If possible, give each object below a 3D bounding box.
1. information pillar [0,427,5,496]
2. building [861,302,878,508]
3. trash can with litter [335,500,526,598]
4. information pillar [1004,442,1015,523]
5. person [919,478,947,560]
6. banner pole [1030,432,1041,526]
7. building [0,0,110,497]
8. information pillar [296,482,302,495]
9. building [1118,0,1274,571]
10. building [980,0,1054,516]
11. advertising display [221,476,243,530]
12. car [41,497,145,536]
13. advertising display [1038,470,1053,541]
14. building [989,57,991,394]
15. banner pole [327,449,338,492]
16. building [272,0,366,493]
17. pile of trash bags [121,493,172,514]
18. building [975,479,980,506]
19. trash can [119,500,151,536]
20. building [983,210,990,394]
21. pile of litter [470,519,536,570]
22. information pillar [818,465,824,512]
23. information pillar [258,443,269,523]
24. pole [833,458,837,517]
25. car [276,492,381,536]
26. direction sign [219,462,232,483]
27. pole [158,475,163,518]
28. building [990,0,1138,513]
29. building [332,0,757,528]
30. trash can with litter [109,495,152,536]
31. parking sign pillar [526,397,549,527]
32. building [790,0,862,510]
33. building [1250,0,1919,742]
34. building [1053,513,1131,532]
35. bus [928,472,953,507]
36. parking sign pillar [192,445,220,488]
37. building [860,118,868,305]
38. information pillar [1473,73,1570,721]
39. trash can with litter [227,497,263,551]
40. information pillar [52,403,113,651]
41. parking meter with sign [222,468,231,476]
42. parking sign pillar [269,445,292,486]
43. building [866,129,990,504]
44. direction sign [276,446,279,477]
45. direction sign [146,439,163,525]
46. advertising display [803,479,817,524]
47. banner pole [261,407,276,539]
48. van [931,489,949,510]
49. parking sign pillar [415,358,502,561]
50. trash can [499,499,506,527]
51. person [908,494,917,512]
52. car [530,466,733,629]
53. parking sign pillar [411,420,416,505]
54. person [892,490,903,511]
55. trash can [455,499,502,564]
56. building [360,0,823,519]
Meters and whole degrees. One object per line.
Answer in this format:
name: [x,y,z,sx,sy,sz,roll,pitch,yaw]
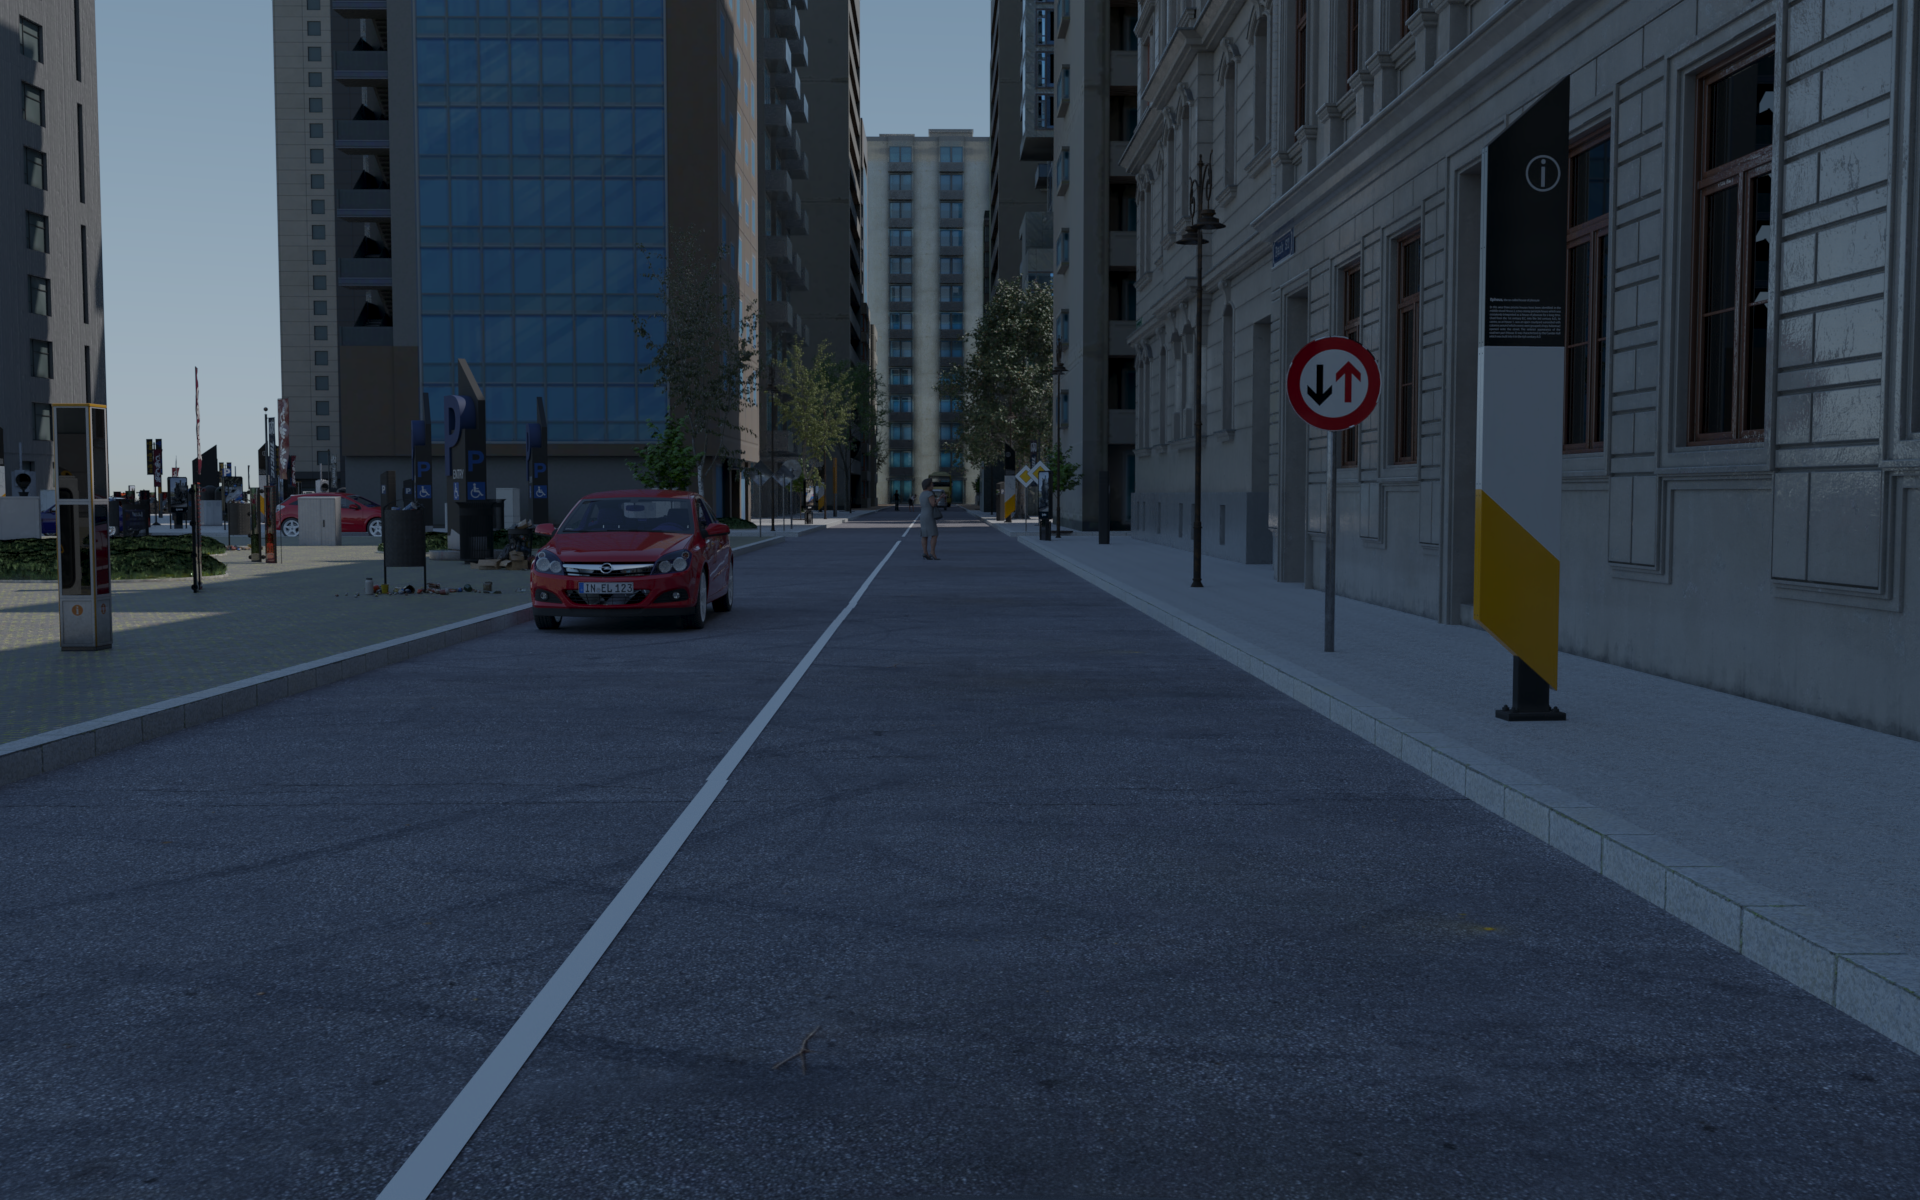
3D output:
information pillar: [-28.616,-3.670,51.362,0.183,3.616,0.504,3,5,44]
building: [-22.434,-19.916,170.658,27.650,21.520,28.899,0,4,-1]
trash can with litter: [-6.781,-0.690,22.337,2.233,1.210,1.678,0,4,-7]
information pillar: [2.234,-5.291,77.865,0.504,3.616,0.183,0,4,-7]
person: [-0.564,-1.762,37.660,0.532,1.782,0.716,-2,4,-30]
banner pole: [3.094,-4.924,70.531,0.401,3.779,0.863,-2,4,-34]
building: [-43.721,-18.093,67.527,14.107,30.474,14.160,0,4,-1]
information pillar: [-39.521,-6.050,103.403,0.304,2.012,0.304,1,4,8]
building: [11.323,-15.346,38.301,14.401,28.519,23.554,0,4,-1]
building: [12.898,-49.038,114.443,22.319,86.520,31.000,0,4,-1]
advertising display: [-26.027,-3.472,61.982,0.123,1.923,0.974,1,4,17]
car: [-28.509,-2.657,56.016,3.894,1.354,1.945,0,4,-2]
advertising display: [2.352,-2.600,47.719,0.123,1.923,0.974,-1,4,-15]
building: [9.745,-29.333,163.196,14.154,41.232,14.086,0,4,-1]
banner pole: [-34.690,-6.463,95.686,0.863,3.779,0.401,2,4,29]
building: [-63.682,-46.418,197.183,20.611,71.187,20.563,0,4,-1]
pile of trash bags: [-51.948,-6.140,110.140,1.912,1.369,3.447,2,4,28]
building: [17.958,-30.906,197.189,32.217,40.220,23.993,0,4,-1]
trash can: [-20.935,-1.978,43.988,0.748,1.137,0.748,0,3,0]
building: [9.286,-24.871,178.347,14.160,30.474,14.107,0,4,-1]
pile of litter: [-7.688,-0.957,29.607,1.176,0.858,1.719,-2,4,-35]
information pillar: [-9.669,-7.925,120.931,0.504,3.616,0.183,-1,4,-15]
information pillar: [-30.598,-5.187,76.157,0.504,3.616,0.183,1,4,13]
pole: [-7.046,-6.348,97.640,0.158,3.312,0.155,0,3,0]
car: [-19.758,-2.860,55.799,4.494,1.783,2.155,0,4,1]
direction sign: [-52.083,-8.004,122.855,0.876,3.537,0.379,0,4,-4]
pole: [-42.988,-6.068,93.047,0.158,3.312,0.155,0,3,0]
building: [13.521,-31.897,145.215,21.300,48.544,21.600,0,4,-1]
building: [-15.891,-25.684,70.040,14.600,45.320,14.200,0,4,-1]
trash can with litter: [-24.198,-2.390,50.126,2.233,1.210,1.678,-1,4,-21]
parking sign pillar: [-11.556,-3.603,47.388,1.447,3.967,1.447,-1,4,-19]
building: [-19.384,-31.851,144.470,21.300,48.544,21.600,0,4,-1]
building: [9.806,-10.980,15.682,11.583,22.565,21.152,0,4,-1]
building: [14.518,-27.200,68.424,21.600,48.544,21.300,0,4,-1]
bus: [-2.216,-12.208,191.143,2.896,3.916,12.252,0,4,0]
parking sign pillar: [-41.040,-6.470,94.263,1.447,3.967,1.447,0,4,-5]
building: [-18.119,-33.765,202.160,14.200,45.320,14.600,0,4,-1]
information pillar: [3.171,-1.126,9.757,0.504,3.616,0.183,0,4,-6]
trash can with litter: [-16.881,-1.743,39.557,2.233,1.210,1.678,-3,5,-41]
information pillar: [-7.194,-0.594,14.210,0.304,2.012,0.304,0,4,-2]
parking meter with sign: [-49.161,-7.350,116.434,0.543,3.016,1.738,-2,4,-29]
parking sign pillar: [-34.568,-6.098,88.172,1.447,3.967,1.447,1,4,14]
building: [-1.307,-37.328,229.921,30.456,49.044,23.786,0,4,-1]
direction sign: [-31.978,-5.475,81.509,0.379,3.537,0.876,0,4,7]
direction sign: [-32.936,-4.824,70.872,0.876,3.537,0.379,2,4,24]
advertising display: [-6.417,-4.173,73.439,0.123,1.923,0.974,1,4,16]
banner pole: [-19.801,-3.653,49.738,0.401,3.779,0.863,-3,5,-44]
van: [-1.980,-8.935,153.093,2.013,2.044,4.112,0,4,0]
parking sign pillar: [-9.680,-2.780,33.930,1.447,3.967,1.447,-2,4,-32]
trash can: [-13.864,-2.438,51.518,0.748,1.137,0.748,0,3,0]
person: [-3.731,-7.704,137.642,0.799,1.438,0.628,0,4,8]
car: [-3.642,-0.652,19.697,2.155,1.783,4.494,0,4,-1]
parking sign pillar: [-14.082,-3.481,45.388,1.447,3.967,1.447,-1,4,-19]
person: [-5.406,-8.585,148.879,0.705,1.822,1.348,3,5,41]
trash can: [-8.879,-1.233,31.806,0.748,1.137,0.748,0,3,0]
building: [-20.489,-29.390,100.136,23.786,49.044,30.456,0,4,-1]
